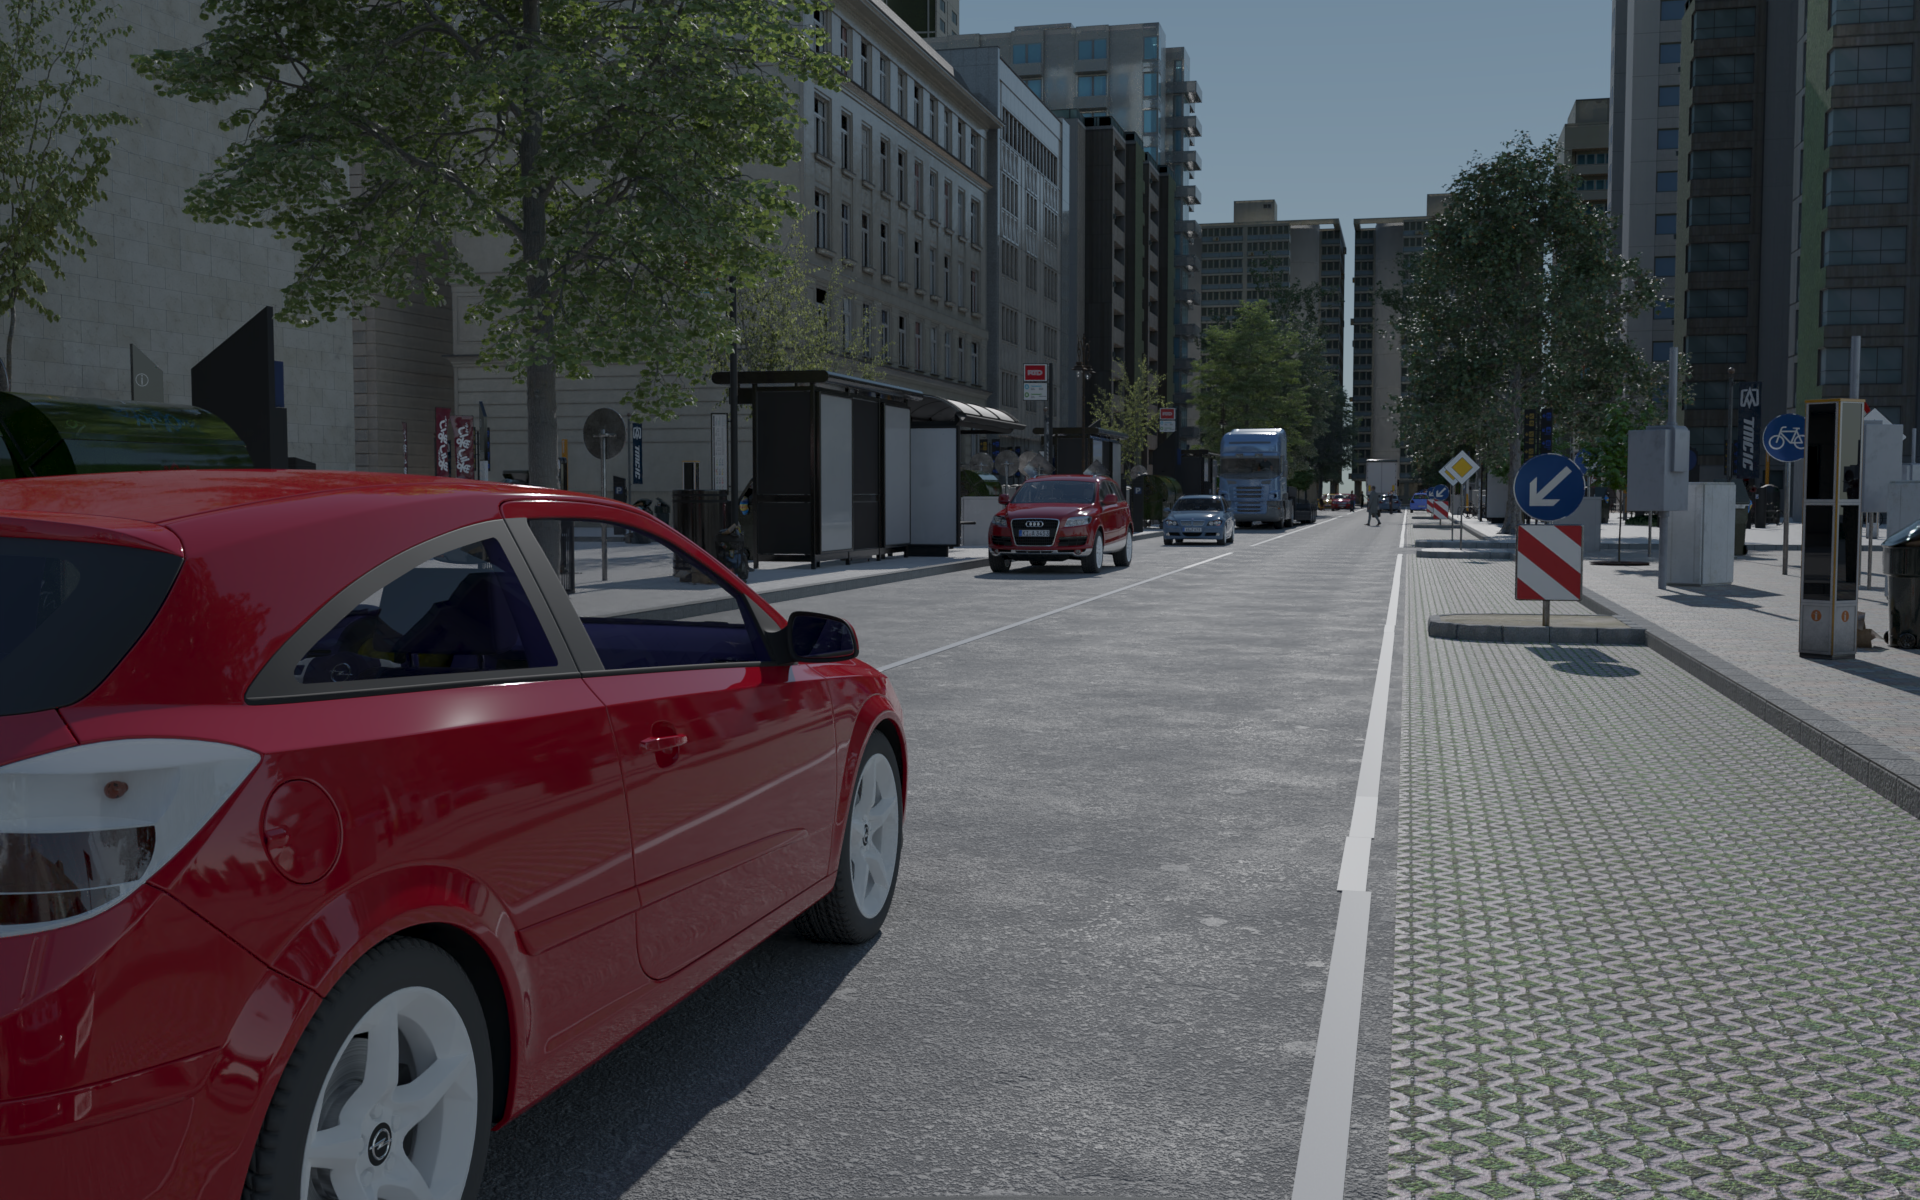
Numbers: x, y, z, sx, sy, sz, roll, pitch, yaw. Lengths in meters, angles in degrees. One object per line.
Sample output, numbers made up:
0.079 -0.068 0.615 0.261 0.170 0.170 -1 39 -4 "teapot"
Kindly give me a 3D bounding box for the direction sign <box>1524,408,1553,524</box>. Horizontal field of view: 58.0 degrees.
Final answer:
15.341 -3.304 46.024 0.379 3.537 0.876 -2 4 -34 "direction sign"

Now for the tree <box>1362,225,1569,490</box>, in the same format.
30.810 -15.247 105.185 12.611 20.169 13.585 0 3 0 "tree"

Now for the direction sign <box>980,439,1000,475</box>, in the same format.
1.225 -4.852 71.323 0.876 3.537 0.379 1 4 21 "direction sign"

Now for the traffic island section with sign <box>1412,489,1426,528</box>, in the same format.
19.959 -3.898 72.354 1.989 1.847 2.006 1 4 14 "traffic island section with sign"

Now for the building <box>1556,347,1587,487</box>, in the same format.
71.412 -19.415 162.473 27.650 21.520 28.899 1 4 14 "building"

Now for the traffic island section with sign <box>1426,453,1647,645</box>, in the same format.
5.773 -0.543 17.500 1.989 1.847 2.006 1 4 14 "traffic island section with sign"

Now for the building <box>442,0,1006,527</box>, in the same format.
-9.158 -15.032 79.053 16.112 22.955 30.059 1 4 14 "building"

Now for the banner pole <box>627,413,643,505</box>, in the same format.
-10.071 -3.887 53.566 0.401 3.779 0.863 2 4 29 "banner pole"

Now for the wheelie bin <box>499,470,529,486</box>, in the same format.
-5.774 -0.904 22.690 0.980 1.594 0.693 3 5 43 "wheelie bin"

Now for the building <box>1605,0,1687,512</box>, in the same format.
61.586 -36.235 134.440 21.231 58.520 28.212 1 4 14 "building"

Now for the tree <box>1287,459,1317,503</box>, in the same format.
31.252 -10.742 159.352 4.285 4.588 4.351 0 3 0 "tree"

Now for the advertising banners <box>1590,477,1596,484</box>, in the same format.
34.535 -6.134 96.476 2.074 3.025 0.090 0 4 5 "advertising banners"

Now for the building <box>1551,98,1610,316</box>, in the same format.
84.361 -36.089 213.752 21.600 48.544 21.300 1 4 14 "building"

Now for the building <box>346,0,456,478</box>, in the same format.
-33.216 -17.048 75.991 25.104 27.353 12.463 1 4 14 "building"

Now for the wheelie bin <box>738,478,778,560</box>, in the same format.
-3.920 -1.579 33.722 0.693 1.594 0.980 1 4 16 "wheelie bin"

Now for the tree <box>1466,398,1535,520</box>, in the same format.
25.656 -8.201 84.455 4.737 8.622 4.395 0 3 0 "tree"

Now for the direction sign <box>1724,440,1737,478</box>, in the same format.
32.216 -4.915 72.355 0.876 3.537 0.379 -2 4 -28 "direction sign"

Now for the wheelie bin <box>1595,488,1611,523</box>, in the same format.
28.016 -4.154 75.818 0.693 1.594 0.980 -3 5 -40 "wheelie bin"

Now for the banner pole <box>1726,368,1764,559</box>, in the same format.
15.400 -2.701 34.184 0.401 3.779 0.863 -3 4 -37 "banner pole"

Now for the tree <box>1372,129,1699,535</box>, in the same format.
17.726 -8.433 54.894 9.611 12.733 9.660 0 3 0 "tree"

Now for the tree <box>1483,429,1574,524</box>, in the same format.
20.854 -4.901 63.841 4.285 4.588 4.351 0 3 0 "tree"

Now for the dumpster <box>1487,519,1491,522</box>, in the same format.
25.248 -4.592 80.833 1.264 1.857 1.865 1 4 14 "dumpster"

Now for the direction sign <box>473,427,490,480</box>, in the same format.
-16.291 -4.075 58.624 0.876 3.537 0.379 -3 5 -44 "direction sign"

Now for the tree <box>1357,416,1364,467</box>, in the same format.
39.659 -17.347 190.272 9.857 13.997 8.962 0 3 0 "tree"

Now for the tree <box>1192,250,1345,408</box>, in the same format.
24.081 -17.206 137.215 12.611 20.169 13.585 0 3 0 "tree"

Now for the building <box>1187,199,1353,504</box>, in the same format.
39.136 -33.014 231.657 23.993 40.220 32.217 1 4 14 "building"

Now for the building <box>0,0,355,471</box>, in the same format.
-21.470 -10.781 31.028 16.860 20.320 10.420 1 4 14 "building"

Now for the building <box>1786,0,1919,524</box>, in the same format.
45.399 -24.126 78.057 14.154 41.232 14.086 1 4 14 "building"

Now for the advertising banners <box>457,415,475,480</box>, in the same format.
-10.348 -2.606 38.790 2.074 3.025 0.090 -2 4 -27 "advertising banners"

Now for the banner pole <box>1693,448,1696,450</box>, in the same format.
34.787 -5.657 82.513 0.401 3.779 0.863 -1 4 -13 "banner pole"

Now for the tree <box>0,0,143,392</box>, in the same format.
-12.693 -4.400 22.309 4.737 8.622 4.395 0 3 0 "tree"

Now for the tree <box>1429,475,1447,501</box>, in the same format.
50.237 -11.955 179.181 4.285 4.588 4.351 0 3 0 "tree"

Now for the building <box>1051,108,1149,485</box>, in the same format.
6.224 -22.150 133.859 14.160 30.474 14.107 1 4 14 "building"

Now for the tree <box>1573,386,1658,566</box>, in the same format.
11.876 -2.251 31.409 1.663 3.219 1.824 0 3 0 "tree"

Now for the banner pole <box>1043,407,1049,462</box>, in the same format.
2.495 -3.663 49.910 0.401 3.779 0.863 0 4 -7 "banner pole"

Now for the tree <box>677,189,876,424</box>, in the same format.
-4.755 -5.585 41.676 4.360 8.622 3.978 0 3 0 "tree"

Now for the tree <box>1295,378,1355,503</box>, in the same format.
35.495 -16.361 177.876 12.009 13.543 11.850 0 3 0 "tree"

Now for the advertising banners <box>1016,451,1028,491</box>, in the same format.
2.403 -4.548 70.543 0.090 3.025 2.074 -2 4 -27 "advertising banners"

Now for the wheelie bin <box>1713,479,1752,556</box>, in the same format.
16.035 -1.735 36.279 0.980 1.594 0.693 0 4 -7 "wheelie bin"

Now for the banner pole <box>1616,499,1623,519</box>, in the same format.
34.729 -6.157 90.677 0.863 3.779 0.401 -3 5 -45 "banner pole"

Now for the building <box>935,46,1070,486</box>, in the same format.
-1.336 -17.422 102.869 12.078 24.808 19.932 1 4 14 "building"

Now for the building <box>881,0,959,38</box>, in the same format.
-12.551 -48.935 238.331 20.611 71.187 20.563 1 4 14 "building"

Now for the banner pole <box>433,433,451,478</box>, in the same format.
-21.144 -4.931 70.633 0.863 3.779 0.401 0 4 -7 "banner pole"

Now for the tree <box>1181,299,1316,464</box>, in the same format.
16.797 -11.173 100.804 7.486 12.596 7.792 0 3 0 "tree"

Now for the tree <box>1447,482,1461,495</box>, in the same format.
41.647 -9.141 144.058 1.663 3.219 1.824 0 3 0 "tree"

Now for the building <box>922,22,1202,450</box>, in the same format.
9.202 -34.273 179.973 30.456 49.044 23.786 1 4 14 "building"

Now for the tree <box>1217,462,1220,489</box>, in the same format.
14.302 -5.978 92.344 1.663 3.219 1.824 0 3 0 "tree"

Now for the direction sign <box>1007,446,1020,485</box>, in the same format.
2.562 -5.533 82.465 0.379 3.537 0.876 -3 5 -42 "direction sign"

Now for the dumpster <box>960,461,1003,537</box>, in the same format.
0.307 -2.947 50.681 1.502 2.255 1.985 1 4 14 "dumpster"

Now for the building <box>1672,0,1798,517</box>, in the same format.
48.676 -20.099 100.320 14.160 30.474 14.107 1 4 14 "building"

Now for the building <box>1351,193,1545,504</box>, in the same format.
63.418 -32.688 226.324 23.993 40.220 32.217 1 4 14 "building"

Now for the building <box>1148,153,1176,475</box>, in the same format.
10.364 -22.975 147.335 14.160 30.474 14.107 1 4 14 "building"

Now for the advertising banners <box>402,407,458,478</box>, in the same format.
-10.647 -2.324 34.192 0.090 3.025 2.074 1 4 19 "advertising banners"
